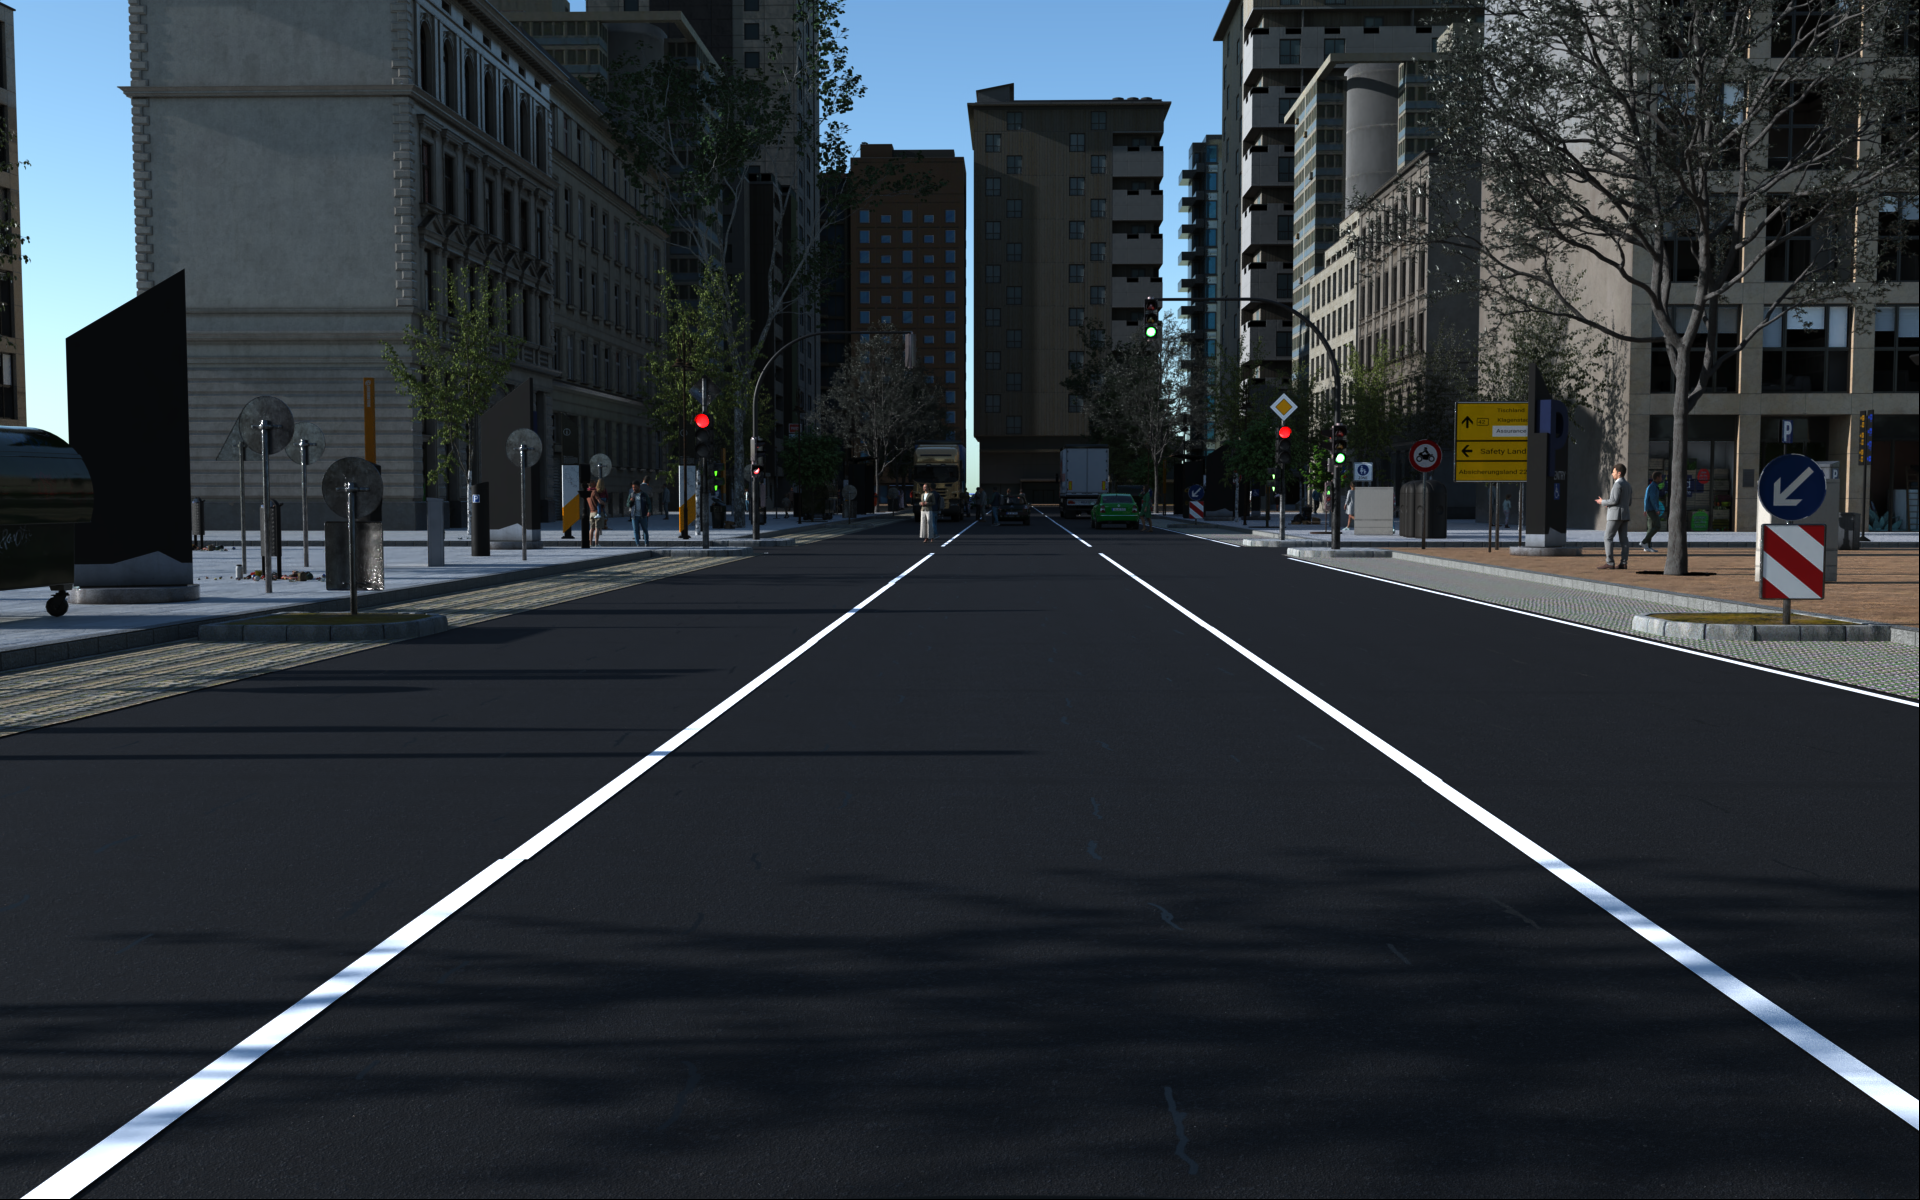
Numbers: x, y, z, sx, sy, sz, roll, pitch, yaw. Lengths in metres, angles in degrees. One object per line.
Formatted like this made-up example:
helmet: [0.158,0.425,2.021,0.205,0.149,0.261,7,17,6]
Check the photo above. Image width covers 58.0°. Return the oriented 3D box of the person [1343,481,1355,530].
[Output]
person: [13.941,-3.338,61.371,0.760,1.731,0.466,2,4,24]

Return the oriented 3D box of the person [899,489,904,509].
person: [-4.983,-8.570,146.828,0.621,1.740,0.551,-3,5,-41]

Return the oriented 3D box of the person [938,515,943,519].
person: [-1.110,-5.479,100.683,0.503,1.515,0.523,1,4,15]

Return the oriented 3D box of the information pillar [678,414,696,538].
information pillar: [-7.969,-3.618,50.502,0.504,3.616,0.183,-1,4,-23]

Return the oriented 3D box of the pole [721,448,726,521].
pole: [-10.524,-5.088,77.033,0.158,3.312,0.155,0,3,0]

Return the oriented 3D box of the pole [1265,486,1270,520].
pole: [15.048,-5.553,84.635,0.158,3.312,0.155,0,3,0]

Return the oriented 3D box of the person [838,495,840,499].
person: [-9.287,-7.418,130.594,0.557,1.426,1.065,-3,5,-40]

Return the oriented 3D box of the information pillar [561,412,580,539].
information pillar: [-11.204,-3.572,49.760,0.504,3.616,0.183,-2,4,-27]

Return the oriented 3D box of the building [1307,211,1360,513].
building: [29.689,-15.874,114.289,10.420,20.320,16.860,0,4,2]

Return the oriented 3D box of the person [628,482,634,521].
person: [-15.195,-4.574,80.929,0.850,1.850,0.679,3,5,41]

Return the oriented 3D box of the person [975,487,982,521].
person: [1.015,-5.163,93.090,0.473,1.802,0.592,1,4,14]

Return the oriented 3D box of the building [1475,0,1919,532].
building: [39.869,-16.052,66.967,34.151,26.468,19.350,0,4,2]

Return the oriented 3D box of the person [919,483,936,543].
person: [-0.996,-2.572,51.096,0.519,1.759,0.362,3,4,36]

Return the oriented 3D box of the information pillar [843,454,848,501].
information pillar: [-6.625,-6.676,100.504,0.183,3.616,0.504,2,4,23]

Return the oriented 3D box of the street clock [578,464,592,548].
street clock: [-8.894,-2.234,41.090,0.358,2.002,0.471,-1,4,-19]

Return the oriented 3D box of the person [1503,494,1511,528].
person: [20.739,-3.381,65.594,0.394,1.301,0.425,-3,4,-37]

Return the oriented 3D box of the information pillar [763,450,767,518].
information pillar: [-10.300,-6.116,91.358,0.183,3.616,0.504,0,4,-3]

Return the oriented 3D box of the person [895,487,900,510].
person: [-5.003,-7.891,134.931,0.709,1.838,0.599,-2,4,-31]

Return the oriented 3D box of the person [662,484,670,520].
person: [-14.787,-4.952,87.104,0.391,1.810,0.635,0,4,-3]

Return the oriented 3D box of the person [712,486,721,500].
person: [-12.700,-5.148,90.241,0.581,1.822,0.654,0,4,-6]

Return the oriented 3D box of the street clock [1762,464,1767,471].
street clock: [18.481,-2.130,39.394,0.471,2.002,0.358,2,4,27]

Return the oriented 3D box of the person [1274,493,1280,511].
person: [23.549,-7.271,128.107,0.628,1.438,0.799,0,4,-4]

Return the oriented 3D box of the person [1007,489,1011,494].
person: [3.362,-6.423,113.795,0.573,1.790,0.520,0,4,3]

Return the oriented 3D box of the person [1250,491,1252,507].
person: [20.275,-6.942,119.763,0.478,1.798,0.641,2,4,26]

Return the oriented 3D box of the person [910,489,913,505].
person: [-5.396,-11.655,196.539,0.705,1.831,1.348,2,4,25]

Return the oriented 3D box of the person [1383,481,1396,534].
person: [13.839,-3.011,56.116,0.563,1.720,0.643,0,4,-1]

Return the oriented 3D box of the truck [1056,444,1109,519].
truck: [7.283,-7.000,103.366,2.839,4.237,11.283,0,4,1]

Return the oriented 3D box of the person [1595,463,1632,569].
person: [11.175,-1.429,29.603,0.583,1.804,0.606,3,5,41]

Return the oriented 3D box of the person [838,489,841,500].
person: [-9.926,-8.236,141.618,0.541,1.710,0.530,-2,4,-28]

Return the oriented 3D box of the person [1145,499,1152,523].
person: [9.309,-4.616,86.575,0.523,1.515,0.503,-1,4,-16]

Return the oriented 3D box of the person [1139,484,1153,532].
person: [7.055,-3.471,65.496,0.529,1.795,0.600,0,4,-8]

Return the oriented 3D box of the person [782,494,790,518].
person: [-9.164,-4.945,91.165,0.475,1.303,0.640,-3,5,-40]

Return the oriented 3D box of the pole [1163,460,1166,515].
pole: [12.246,-6.718,103.688,0.158,3.312,0.155,0,3,0]

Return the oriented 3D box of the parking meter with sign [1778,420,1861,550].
parking meter with sign: [19.913,-2.681,40.091,0.543,3.016,1.738,-3,5,-40]

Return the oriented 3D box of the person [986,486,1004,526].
person: [1.597,-4.220,77.838,0.721,1.781,0.623,2,4,25]

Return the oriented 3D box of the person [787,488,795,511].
person: [-12.611,-7.518,129.510,0.990,1.755,0.434,-1,4,-14]

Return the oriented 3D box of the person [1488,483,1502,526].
person: [21.259,-3.844,68.986,0.391,1.810,0.635,-2,4,-23]

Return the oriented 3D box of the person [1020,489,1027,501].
person: [4.187,-6.585,116.526,0.716,1.782,0.532,-2,4,-33]

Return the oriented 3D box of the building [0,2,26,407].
building: [-60.213,-16.242,70.074,34.151,26.468,19.350,0,4,2]

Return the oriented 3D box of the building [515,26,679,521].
building: [-26.061,-15.960,94.222,16.112,22.955,30.059,0,4,2]

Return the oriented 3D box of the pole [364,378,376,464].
pole: [-10.353,-2.238,30.439,0.158,3.312,0.155,0,3,0]

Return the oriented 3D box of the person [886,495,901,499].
person: [-5.078,-7.666,132.104,1.217,1.735,0.721,0,4,8]

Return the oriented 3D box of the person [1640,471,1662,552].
person: [15.248,-1.947,38.221,0.444,1.785,0.601,1,4,20]

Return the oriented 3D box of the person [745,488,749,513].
person: [-14.745,-6.976,120.442,0.623,1.781,0.721,2,4,32]

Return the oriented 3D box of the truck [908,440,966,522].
truck: [-1.061,-6.337,92.528,2.839,4.237,11.283,0,4,2]

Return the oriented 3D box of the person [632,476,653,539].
person: [-8.989,-2.616,48.989,0.592,1.802,0.473,0,4,-5]

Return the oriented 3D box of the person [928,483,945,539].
person: [-0.848,-2.850,55.447,0.721,1.781,0.623,2,4,24]

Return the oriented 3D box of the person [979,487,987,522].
person: [1.194,-4.947,89.485,0.391,1.810,0.635,0,4,-4]

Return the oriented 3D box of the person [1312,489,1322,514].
person: [22.487,-6.316,109.327,0.660,1.820,0.620,-3,4,-36]

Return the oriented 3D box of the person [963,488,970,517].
person: [0.256,-6.020,106.834,0.836,1.842,0.656,3,5,43]

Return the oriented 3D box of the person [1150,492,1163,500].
person: [15.672,-8.032,138.045,1.217,1.739,0.721,-1,4,-10]

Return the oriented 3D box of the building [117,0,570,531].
building: [-23.506,-14.696,69.161,11.050,23.489,19.941,0,4,2]

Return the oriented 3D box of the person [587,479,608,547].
person: [-9.417,-2.230,44.939,0.580,1.828,0.573,0,4,-4]

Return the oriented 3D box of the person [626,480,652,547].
person: [-8.226,-2.174,44.395,0.623,1.781,0.721,-1,4,-14]
